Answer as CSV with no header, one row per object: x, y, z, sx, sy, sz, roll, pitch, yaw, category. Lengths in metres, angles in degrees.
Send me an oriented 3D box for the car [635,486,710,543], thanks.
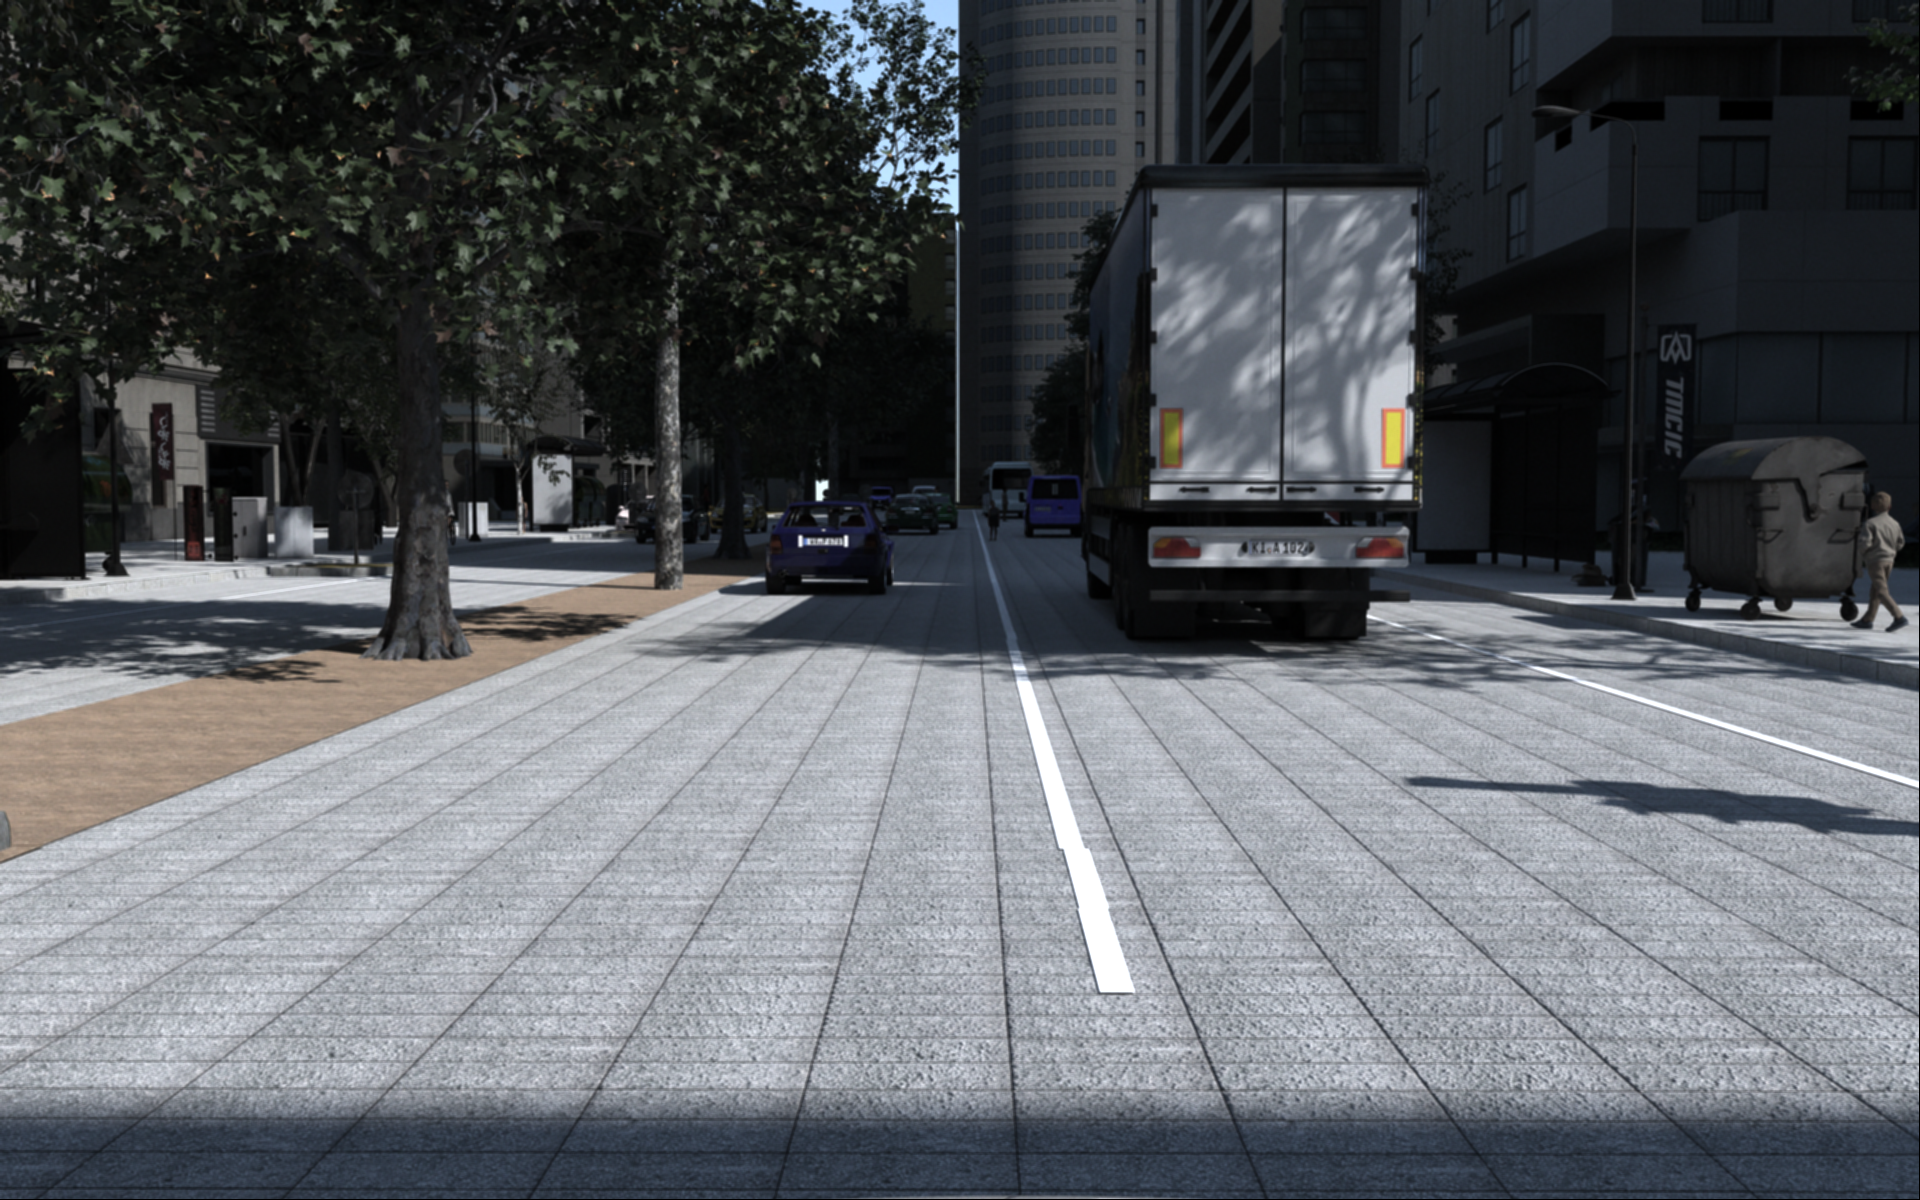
-8.533,-2.552,51.516,2.009,1.686,4.222,0,3,0,car

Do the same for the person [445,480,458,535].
-16.142,-2.906,54.299,0.760,1.731,0.466,-2,4,-34,person

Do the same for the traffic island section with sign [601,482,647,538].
-10.803,-3.012,57.870,1.989,1.847,2.006,0,4,0,traffic island section with sign

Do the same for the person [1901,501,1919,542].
19.011,-1.413,34.642,1.012,1.151,0.738,-3,5,-40,person

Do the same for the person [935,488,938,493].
-1.106,-4.470,82.510,0.530,1.710,0.541,-2,4,-29,person

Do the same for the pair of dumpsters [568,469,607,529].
-14.751,-3.910,66.430,1.574,2.255,4.437,0,3,0,pair of dumpsters

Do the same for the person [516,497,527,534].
-14.120,-2.757,55.787,0.362,1.253,0.373,1,4,11,person

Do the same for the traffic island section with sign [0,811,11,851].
-4.826,0.135,5.937,2.006,1.907,1.989,0,4,0,traffic island section with sign

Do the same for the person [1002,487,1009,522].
2.377,-5.021,90.600,0.705,1.824,1.348,0,4,6,person

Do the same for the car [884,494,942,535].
-1.706,-3.087,62.274,2.131,1.459,4.920,0,4,1,car

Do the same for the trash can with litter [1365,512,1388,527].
10.192,-1.962,43.458,1.055,1.170,0.624,1,4,18,trash can with litter

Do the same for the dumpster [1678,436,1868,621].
8.513,-0.759,18.168,1.264,1.857,1.865,0,3,0,dumpster

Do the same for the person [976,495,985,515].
1.665,-6.700,117.673,1.348,1.869,0.705,-3,5,-45,person

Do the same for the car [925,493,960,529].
-1.010,-3.842,71.608,1.959,1.807,4.718,0,4,2,car

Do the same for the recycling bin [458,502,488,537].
-14.712,-2.434,52.346,0.722,1.027,0.722,-2,4,-31,recycling bin

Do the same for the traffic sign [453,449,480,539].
-13.948,-2.988,48.957,0.768,2.556,0.104,0,4,6,traffic sign

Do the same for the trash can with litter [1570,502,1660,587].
9.096,-0.775,24.060,1.055,1.170,0.624,0,4,-3,trash can with litter

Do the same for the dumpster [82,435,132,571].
-14.493,-1.549,27.826,1.502,2.255,1.985,0,3,0,dumpster

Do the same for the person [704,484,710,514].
-13.492,-5.289,92.451,0.705,1.831,1.348,-1,4,-11,person

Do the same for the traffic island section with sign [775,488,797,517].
-10.544,-6.142,109.056,1.989,1.847,2.006,0,4,0,traffic island section with sign

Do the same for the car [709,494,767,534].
-8.182,-3.291,64.033,2.015,1.641,3.980,0,4,1,car

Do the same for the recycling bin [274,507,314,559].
-13.321,-1.351,34.638,0.722,1.027,0.722,-1,4,-21,recycling bin

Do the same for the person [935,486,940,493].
-1.139,-4.637,84.453,0.705,1.807,1.348,-1,4,-20,person

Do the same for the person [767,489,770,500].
-17.429,-9.199,157.166,0.721,1.743,1.217,-1,4,-17,person

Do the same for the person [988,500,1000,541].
1.038,-2.443,53.117,0.362,1.253,0.373,1,4,11,person

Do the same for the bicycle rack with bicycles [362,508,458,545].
-14.032,-1.863,43.837,2.852,0.926,2.925,-1,4,-20,bicycle rack with bicycles

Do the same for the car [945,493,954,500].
-1.515,-8.490,148.404,1.945,1.707,3.694,0,4,0,car

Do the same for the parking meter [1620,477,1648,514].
9.959,-1.052,25.610,0.372,1.533,0.369,0,3,0,parking meter

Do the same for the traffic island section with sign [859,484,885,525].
-4.463,-4.461,81.075,2.006,1.907,1.989,0,4,0,traffic island section with sign

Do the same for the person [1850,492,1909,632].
8.615,-0.362,16.238,0.475,1.303,0.640,-2,4,-28,person

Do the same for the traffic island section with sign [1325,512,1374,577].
6.185,-1.359,30.849,1.989,1.847,2.006,0,4,0,traffic island section with sign

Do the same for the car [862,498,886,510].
-7.498,-8.613,152.612,2.131,1.459,4.920,0,4,2,car

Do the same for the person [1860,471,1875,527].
22.065,-2.223,42.173,0.659,1.850,0.755,0,4,4,person

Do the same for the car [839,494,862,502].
-7.407,-6.574,117.265,2.009,1.686,4.222,0,4,1,car

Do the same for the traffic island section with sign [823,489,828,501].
-10.411,-7.791,136.011,1.989,1.847,2.006,0,4,0,traffic island section with sign

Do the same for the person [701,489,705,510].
-20.166,-8.008,136.991,0.705,1.822,1.348,0,4,7,person

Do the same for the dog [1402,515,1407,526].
16.703,-2.946,65.003,0.406,0.507,0.540,-1,4,-23,dog

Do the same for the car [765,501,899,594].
-1.909,-0.827,26.101,1.945,1.354,3.894,0,4,0,car

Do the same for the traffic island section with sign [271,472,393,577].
-10.939,-1.363,30.916,1.989,1.847,2.006,0,4,0,traffic island section with sign

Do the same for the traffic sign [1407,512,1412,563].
8.353,-1.961,32.170,0.768,2.556,0.104,0,4,2,traffic sign

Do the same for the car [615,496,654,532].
-10.993,-3.008,61.534,2.083,1.381,4.827,0,4,0,car

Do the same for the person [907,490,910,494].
-3.171,-6.322,112.672,0.742,1.727,0.445,1,4,14,person

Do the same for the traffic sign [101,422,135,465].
-15.276,-1.908,31.193,0.884,2.594,0.081,1,4,9,traffic sign

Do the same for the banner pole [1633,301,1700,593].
9.107,-1.988,22.513,0.863,3.779,0.401,1,4,21,banner pole

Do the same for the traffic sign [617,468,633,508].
-13.063,-4.000,67.524,0.606,2.300,0.079,0,4,5,traffic sign
